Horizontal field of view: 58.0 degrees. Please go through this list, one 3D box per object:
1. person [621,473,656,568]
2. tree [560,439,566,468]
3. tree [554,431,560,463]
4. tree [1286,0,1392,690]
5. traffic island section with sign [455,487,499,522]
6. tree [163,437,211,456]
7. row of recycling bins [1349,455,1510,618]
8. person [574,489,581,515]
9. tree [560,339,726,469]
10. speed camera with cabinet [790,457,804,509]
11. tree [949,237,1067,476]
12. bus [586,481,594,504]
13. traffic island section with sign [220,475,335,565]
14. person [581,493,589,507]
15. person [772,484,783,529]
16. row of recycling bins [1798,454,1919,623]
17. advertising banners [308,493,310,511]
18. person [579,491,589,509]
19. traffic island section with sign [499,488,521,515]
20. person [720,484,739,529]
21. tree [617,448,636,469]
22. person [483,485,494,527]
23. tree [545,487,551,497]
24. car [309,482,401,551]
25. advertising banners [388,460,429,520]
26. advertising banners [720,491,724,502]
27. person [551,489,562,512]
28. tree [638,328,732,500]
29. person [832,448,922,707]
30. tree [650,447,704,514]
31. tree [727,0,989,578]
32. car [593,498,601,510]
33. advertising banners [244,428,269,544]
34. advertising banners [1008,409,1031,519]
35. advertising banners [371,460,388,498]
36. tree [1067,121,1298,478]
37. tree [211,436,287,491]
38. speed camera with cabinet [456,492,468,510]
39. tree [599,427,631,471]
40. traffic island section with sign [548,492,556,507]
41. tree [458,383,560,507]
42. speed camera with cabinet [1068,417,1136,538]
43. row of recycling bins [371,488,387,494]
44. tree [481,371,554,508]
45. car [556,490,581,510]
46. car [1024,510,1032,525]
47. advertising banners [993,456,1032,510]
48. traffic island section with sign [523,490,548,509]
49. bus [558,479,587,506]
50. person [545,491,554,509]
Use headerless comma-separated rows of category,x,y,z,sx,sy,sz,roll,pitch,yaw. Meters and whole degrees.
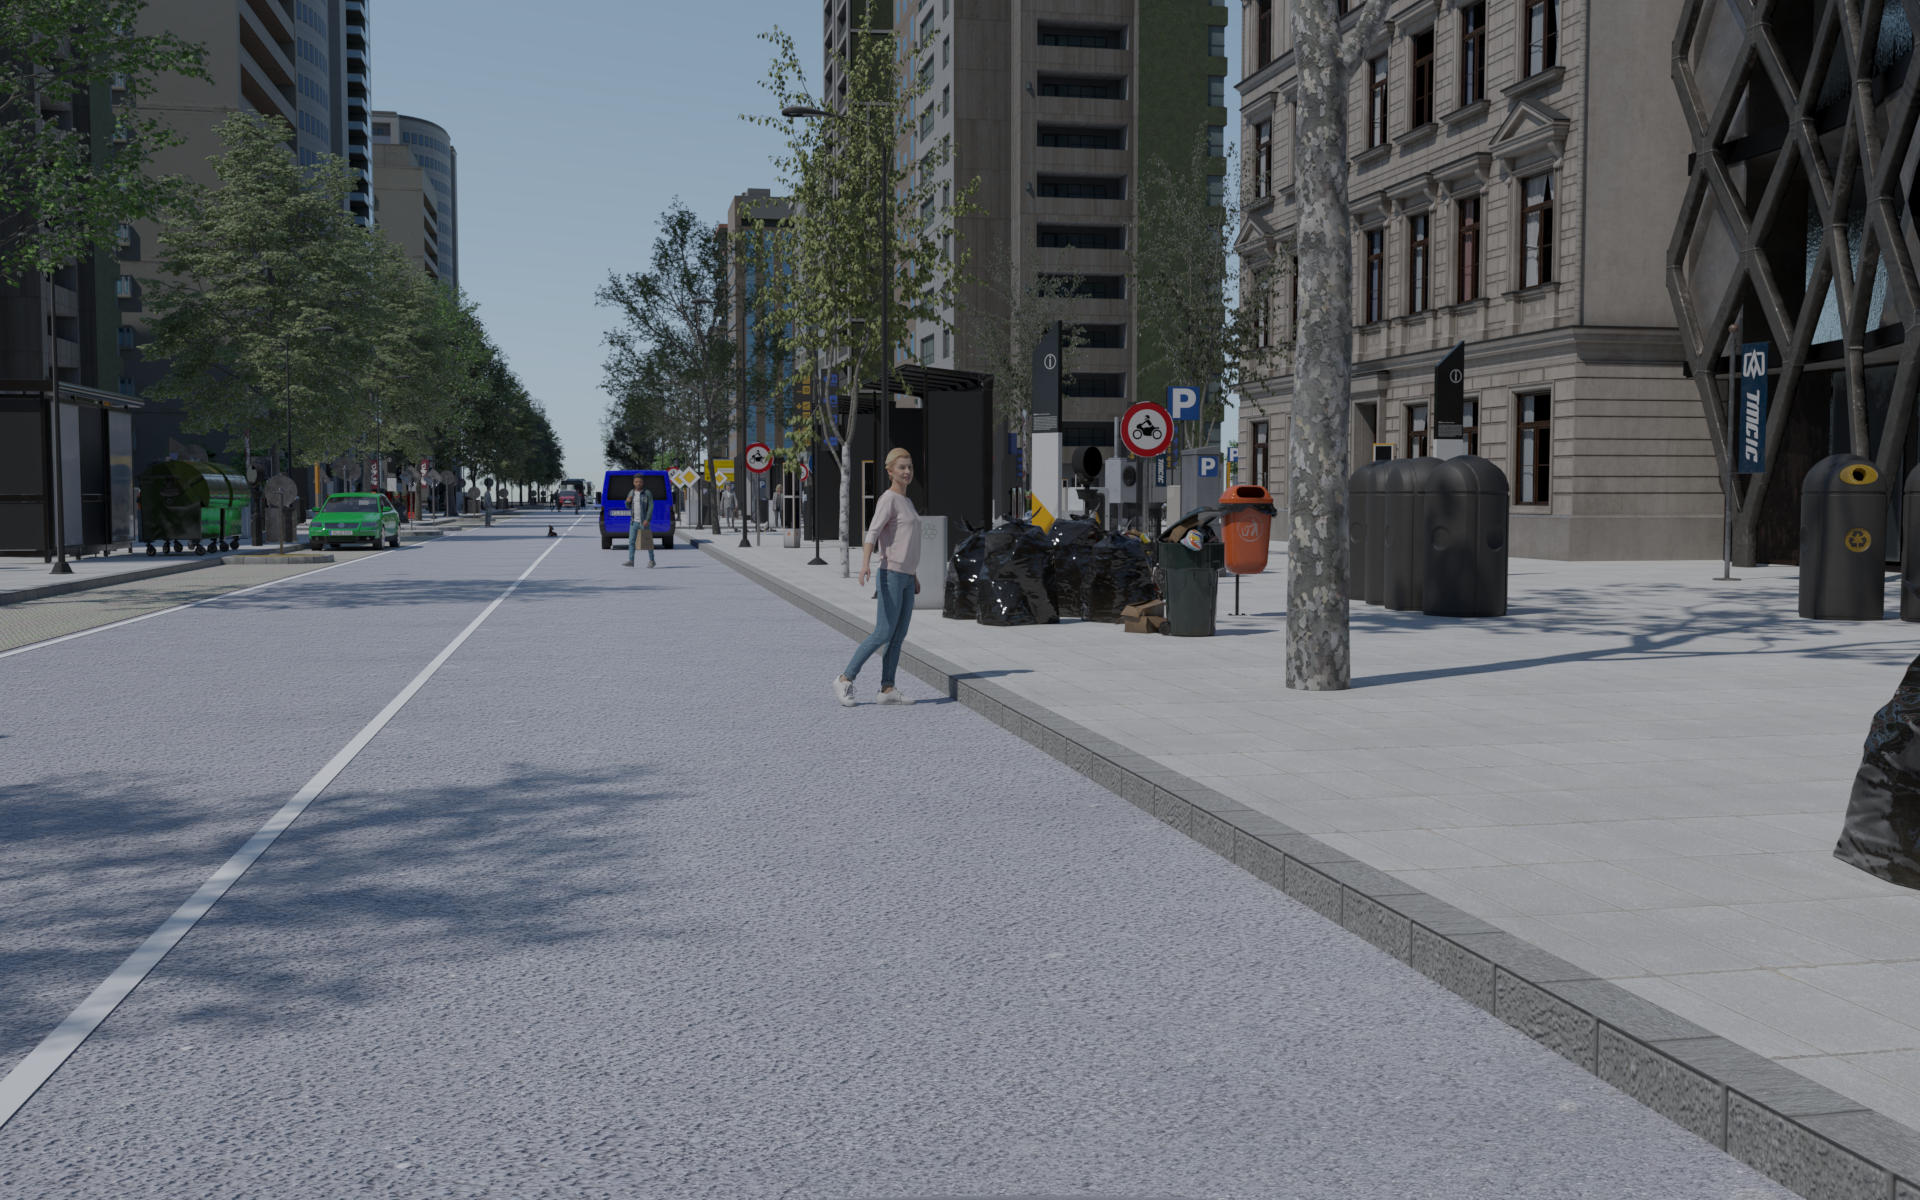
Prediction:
person,-6.120,-1.516,33.278,0.794,1.824,0.713,3,5,39
tree,-61.551,-20.578,254.573,7.486,12.596,7.792,0,3,0
tree,-50.697,-17.121,198.060,7.486,12.596,7.792,0,3,0
tree,1.450,-9.409,9.719,12.611,20.169,13.585,0,3,0
traffic island section with sign,-25.230,-4.987,90.166,1.989,1.847,2.006,-1,4,-12
tree,-44.527,-7.142,100.477,4.285,4.588,4.351,0,3,0
row of recycling bins,5.204,-0.767,19.649,1.069,1.692,3.534,0,4,-4
person,-26.780,-6.898,121.490,0.583,1.804,0.606,-3,5,-41
tree,-22.019,-13.446,130.209,12.009,13.543,11.850,0,3,0
speed camera with cabinet,-7.676,-5.586,85.661,2.038,3.252,0.660,2,4,28
tree,1.918,-6.025,48.873,4.360,8.622,3.978,0,3,0
bus,-53.374,-15.322,245.369,2.948,3.499,13.247,-1,4,-10
traffic island section with sign,-14.115,-1.671,35.945,1.989,1.847,2.006,-1,4,-12
person,-41.904,-11.237,192.218,1.348,1.826,0.705,-1,4,-20
person,-6.769,-3.487,65.688,0.709,1.800,0.728,0,4,4
row of recycling bins,10.185,-0.609,17.070,3.534,1.692,1.069,3,4,38
advertising banners,-50.094,-8.212,130.459,2.074,3.025,0.090,-1,4,-16
person,-35.838,-9.512,164.734,1.217,1.743,0.721,0,4,-3
traffic island section with sign,-30.703,-6.617,116.813,1.989,1.847,2.006,-1,4,-12
person,-9.028,-3.623,67.862,0.709,1.813,0.853,0,4,-8
tree,-35.395,-14.826,192.765,4.737,8.622,4.395,0,3,0
person,-20.712,-4.123,76.017,0.391,1.810,0.635,-2,4,-25
tree,-65.577,-19.859,275.048,4.737,8.622,4.395,0,3,0
car,-15.714,-2.219,45.069,1.959,1.807,4.718,-1,4,-10
advertising banners,-27.656,-5.562,87.134,2.074,3.025,0.090,1,4,9
advertising banners,-13.782,-6.646,104.846,2.074,3.025,0.090,-1,4,-22
person,-32.367,-7.981,138.951,0.822,1.834,0.622,0,4,6
tree,-11.717,-7.561,73.989,4.360,8.622,3.978,0,3,0
person,-0.575,-0.154,11.690,0.598,1.740,0.731,0,4,7
tree,-18.212,-7.812,111.440,4.285,4.588,4.351,0,3,0
tree,-1.689,-4.657,26.506,4.737,8.622,4.395,0,3,0
car,-32.603,-9.111,158.562,1.945,1.707,3.694,-1,4,-12
advertising banners,-18.483,-3.016,45.498,0.090,3.025,2.074,-3,4,-36
advertising banners,1.187,-2.377,35.060,0.090,3.025,2.074,1,4,11
advertising banners,-29.057,-5.630,88.231,2.074,3.025,0.090,-2,4,-25
tree,5.057,-5.196,35.325,4.360,8.622,3.978,0,3,0
tree,-38.481,-6.816,95.152,4.285,4.588,4.351,0,3,0
speed camera with cabinet,-39.881,-8.756,137.497,2.038,3.252,0.660,1,4,20
tree,-46.602,-19.474,244.147,9.928,11.665,9.643,0,3,0
traffic island section with sign,-46.201,-11.240,192.402,1.989,1.847,2.006,-1,4,-12
tree,-45.795,-16.118,173.903,12.009,13.543,11.850,0,3,0
speed camera with cabinet,3.640,-3.033,43.931,2.038,3.252,0.660,-3,5,-42
row of recycling bins,-41.219,-6.973,121.118,3.534,1.692,1.069,3,4,37
tree,-40.902,-14.462,154.575,7.486,12.596,7.792,0,3,0
car,-35.433,-9.053,156.694,2.281,1.827,5.304,-1,4,-11
car,4.804,-3.528,69.678,4.499,1.417,2.014,-1,4,-13
advertising banners,2.475,-5.082,79.271,2.074,3.025,0.090,2,4,25
traffic island section with sign,-40.745,-9.611,165.772,1.989,1.847,2.006,-1,4,-12
bus,-44.565,-12.544,199.958,2.948,3.499,13.247,-1,4,-10
person,-38.453,-9.410,163.076,1.217,1.735,0.721,0,4,1
